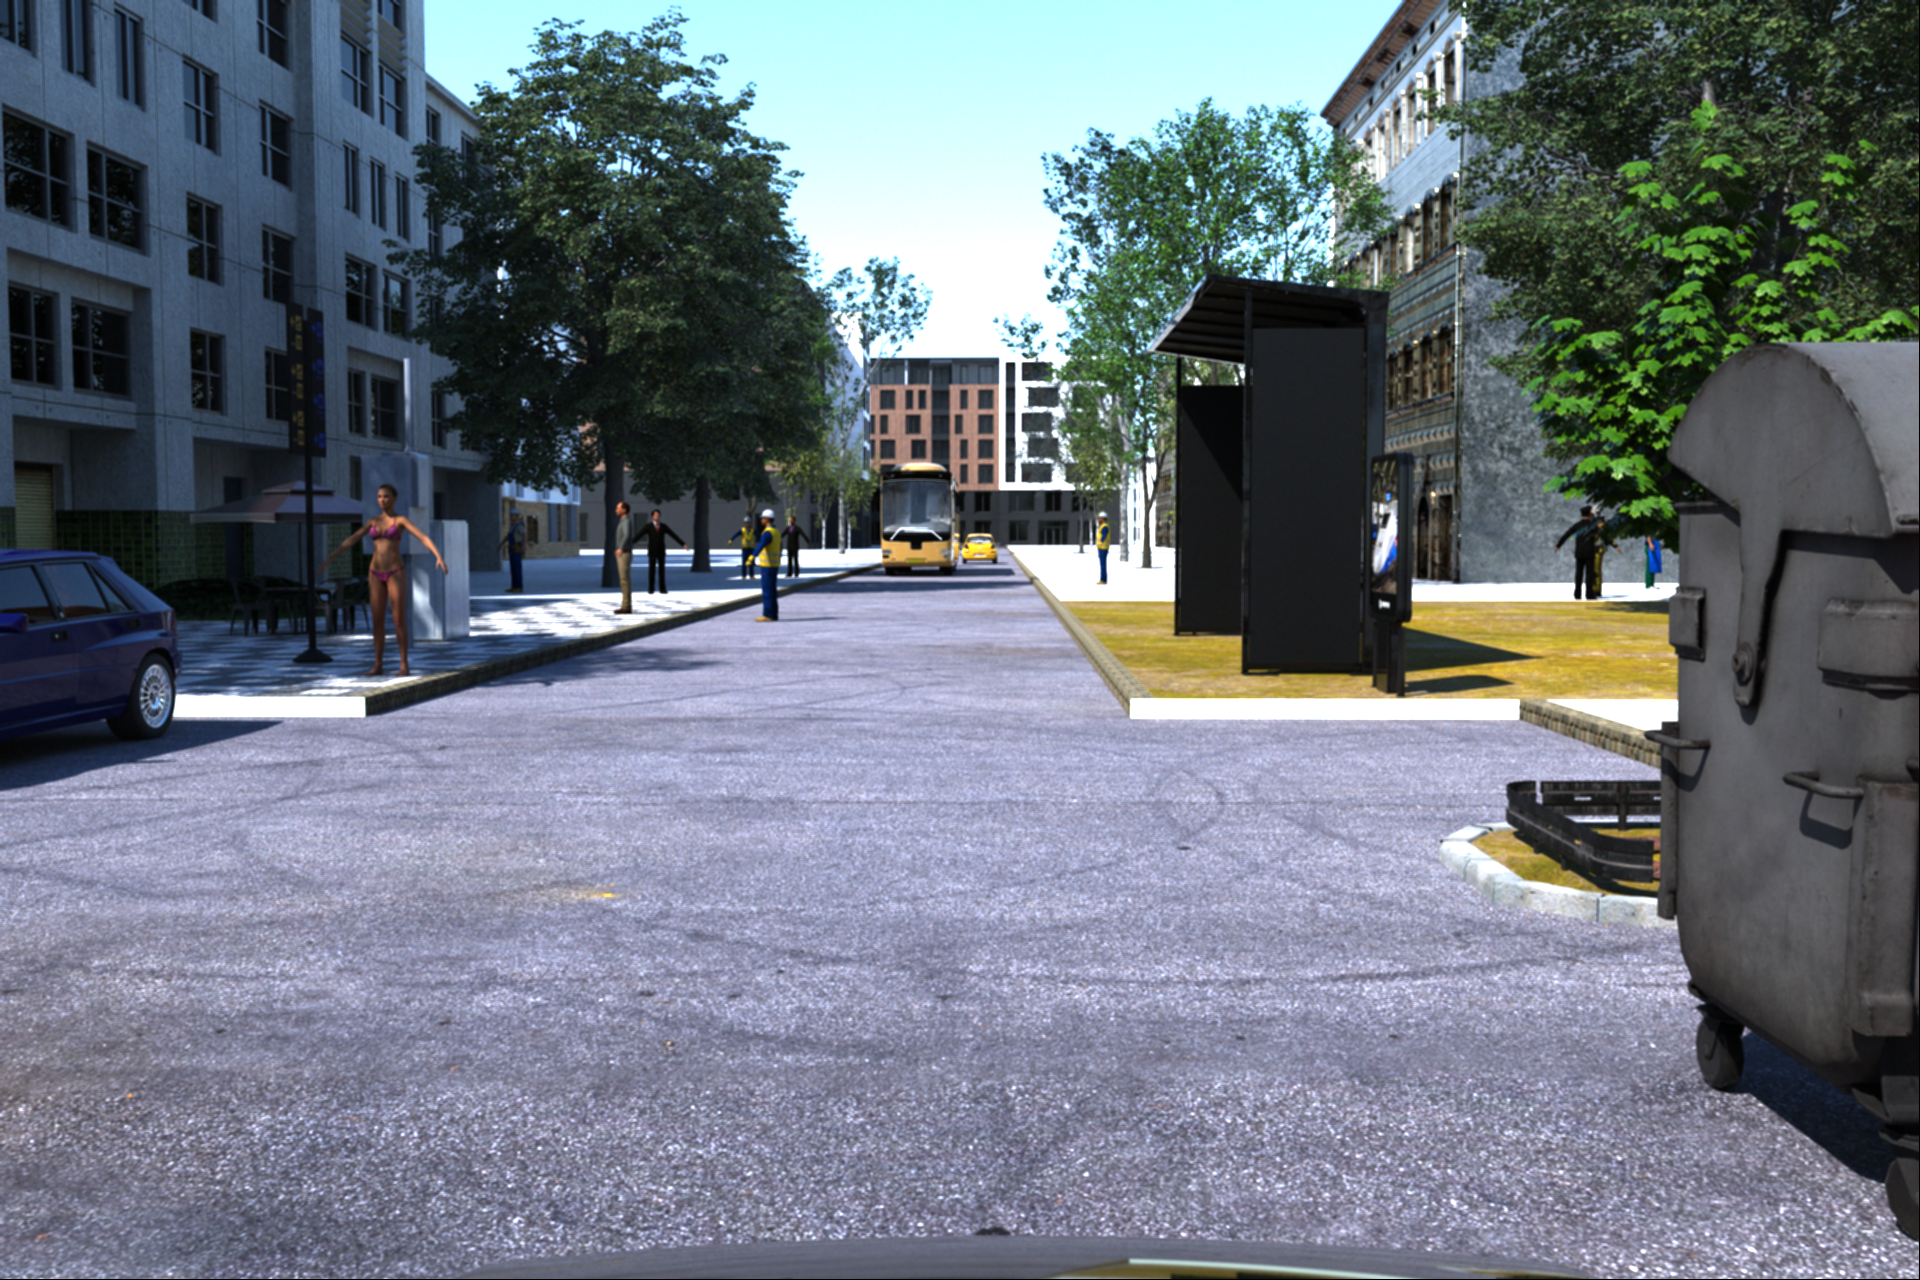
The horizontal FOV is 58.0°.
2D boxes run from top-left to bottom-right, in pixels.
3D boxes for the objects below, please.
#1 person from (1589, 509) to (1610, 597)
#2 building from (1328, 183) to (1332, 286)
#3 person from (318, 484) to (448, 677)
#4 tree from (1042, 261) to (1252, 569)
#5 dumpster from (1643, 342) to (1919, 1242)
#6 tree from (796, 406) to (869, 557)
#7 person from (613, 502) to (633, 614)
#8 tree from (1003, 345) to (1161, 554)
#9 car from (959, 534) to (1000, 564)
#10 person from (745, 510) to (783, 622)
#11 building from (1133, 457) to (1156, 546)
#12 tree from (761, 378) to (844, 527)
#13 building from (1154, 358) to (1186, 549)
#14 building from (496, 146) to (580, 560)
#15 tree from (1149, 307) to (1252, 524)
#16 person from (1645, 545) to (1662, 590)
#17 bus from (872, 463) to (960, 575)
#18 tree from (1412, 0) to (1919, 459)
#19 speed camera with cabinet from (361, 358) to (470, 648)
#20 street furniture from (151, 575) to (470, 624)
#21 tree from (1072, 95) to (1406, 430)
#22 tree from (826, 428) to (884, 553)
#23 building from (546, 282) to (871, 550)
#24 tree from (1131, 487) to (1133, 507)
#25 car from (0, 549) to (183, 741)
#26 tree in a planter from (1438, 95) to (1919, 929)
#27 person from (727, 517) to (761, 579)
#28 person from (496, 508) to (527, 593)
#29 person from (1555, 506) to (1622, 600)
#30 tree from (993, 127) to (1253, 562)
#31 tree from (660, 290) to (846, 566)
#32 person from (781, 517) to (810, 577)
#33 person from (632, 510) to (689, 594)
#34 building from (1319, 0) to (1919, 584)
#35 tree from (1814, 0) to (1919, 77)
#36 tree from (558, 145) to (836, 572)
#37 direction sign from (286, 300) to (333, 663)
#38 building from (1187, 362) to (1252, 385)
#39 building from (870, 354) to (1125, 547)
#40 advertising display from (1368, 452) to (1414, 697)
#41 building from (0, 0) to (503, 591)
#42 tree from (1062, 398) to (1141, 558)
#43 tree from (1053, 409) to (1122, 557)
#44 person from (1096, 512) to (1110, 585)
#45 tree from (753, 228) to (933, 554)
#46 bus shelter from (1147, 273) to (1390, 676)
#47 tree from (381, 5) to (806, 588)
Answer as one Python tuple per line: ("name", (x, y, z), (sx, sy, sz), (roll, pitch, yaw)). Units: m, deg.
("person", (12.939, -1.806, 35.296), (0.705, 1.858, 1.354), (1, 4, 11))
("building", (24.366, -14.269, 89.725), (16.016, 20.090, 11.380), (0, 4, 1))
("person", (-5.193, -0.540, 15.629), (1.217, 1.733, 0.721), (0, 4, 7))
("tree", (7.100, -8.460, 64.078), (9.928, 11.665, 9.643), (0, 3, 0))
("dumpster", (2.666, 0.262, 3.930), (1.865, 1.857, 1.264), (0, 4, 1))
("tree", (-7.840, -8.965, 96.944), (4.360, 8.622, 3.978), (0, 3, 0))
("person", (-5.422, -1.320, 27.846), (0.705, 1.796, 1.348), (-1, 4, -12))
("tree", (7.938, -12.298, 111.441), (12.009, 13.543, 11.850), (0, 3, 0))
("car", (0.961, -4.535, 84.379), (2.015, 1.641, 3.980), (0, 4, 0))
("person", (-3.166, -1.226, 28.469), (0.705, 1.833, 1.349), (1, 4, 16))
("building", (24.142, -15.000, 187.395), (9.099, 9.664, 28.070), (0, 4, 2))
("tree", (-7.499, -7.847, 78.654), (4.737, 8.622, 4.395), (0, 3, 0))
("building", (28.192, -20.165, 160.626), (19.493, 23.208, 18.063), (0, 4, 2))
("building", (-26.892, -14.037, 85.930), (16.016, 20.090, 11.380), (0, 4, 1))
("tree", (7.472, -6.284, 53.108), (4.737, 8.622, 4.395), (0, 3, 0))
("person", (15.958, -2.063, 39.863), (0.704, 1.817, 1.347), (2, 4, 30))
("bus", (-1.369, -4.399, 63.473), (2.896, 3.916, 12.252), (0, 4, 1))
("tree", (12.210, -7.328, 26.464), (9.857, 13.997, 8.962), (0, 3, 0))
("speed camera with cabinet", (-6.373, -1.589, 20.316), (0.660, 3.252, 2.038), (0, 4, 2))
("street furniture", (-11.349, -0.870, 29.846), (5.734, 0.657, 10.072), (-1, 4, -18))
("tree", (6.442, -7.004, 40.266), (9.928, 11.665, 9.643), (0, 3, 0))
("tree", (-7.421, -10.360, 119.746), (4.737, 8.622, 4.395), (0, 3, 0))
("building", (-22.836, -19.100, 156.262), (27.936, 21.610, 32.646), (0, 4, 0))
("tree", (22.502, -15.692, 206.921), (4.737, 8.622, 4.395), (0, 3, 0))
("car", (-6.512, 0.106, 10.846), (1.945, 1.354, 3.894), (0, 4, 2))
("tree in a planter", (3.083, -0.604, 7.097), (1.991, 3.239, 1.994), (0, 4, 2))
("person", (-6.057, -2.636, 49.562), (1.216, 1.772, 0.721), (-1, 4, -18))
("person", (-9.787, -1.968, 38.037), (0.705, 1.847, 1.347), (-3, 5, -39))
("person", (12.200, -1.702, 33.760), (1.347, 1.837, 0.705), (3, 5, 44))
("tree", (7.890, -13.676, 79.494), (12.611, 20.169, 13.585), (0, 3, 0))
("tree", (-8.351, -8.781, 69.325), (9.928, 11.665, 9.643), (0, 3, 0))
("person", (-4.982, -2.766, 51.453), (1.346, 1.802, 0.704), (2, 4, 28))
("person", (-6.493, -1.892, 37.117), (1.347, 1.806, 0.705), (-1, 4, -20))
("building", (22.375, -13.585, 53.052), (19.493, 23.208, 18.063), (0, 4, 2))
("tree", (9.668, -4.681, 10.943), (7.601, 10.594, 8.767), (-2, 4, -34))
("tree", (-8.758, -9.275, 58.302), (9.857, 13.997, 8.962), (0, 3, 0))
("direction sign", (-6.508, -1.548, 17.311), (0.379, 3.537, 0.876), (0, 4, 1))
("building", (24.253, -17.723, 146.184), (16.016, 20.090, 11.380), (0, 4, 1))
("building", (2.870, -22.184, 209.138), (32.646, 21.610, 27.936), (0, 4, 2))
("advertising display", (3.485, -0.540, 14.035), (0.123, 1.923, 0.974), (0, 4, 0))
("building", (-24.558, -10.858, 43.986), (16.747, 18.905, 31.486), (0, 4, 1))
("tree", (7.554, -8.659, 91.939), (4.737, 8.622, 4.395), (0, 3, 0))
("tree", (7.511, -9.010, 97.678), (4.360, 8.622, 3.978), (0, 3, 0))
("person", (3.602, -2.325, 43.986), (0.705, 1.833, 1.349), (0, 4, 4))
("tree", (-8.799, -15.479, 108.965), (12.611, 20.169, 13.585), (0, 3, 0))
("bus shelter", (3.144, -1.679, 18.742), (1.731, 3.624, 6.357), (0, 4, 1))
("tree", (-8.452, -8.247, 41.492), (9.857, 13.997, 8.962), (0, 3, 0))
